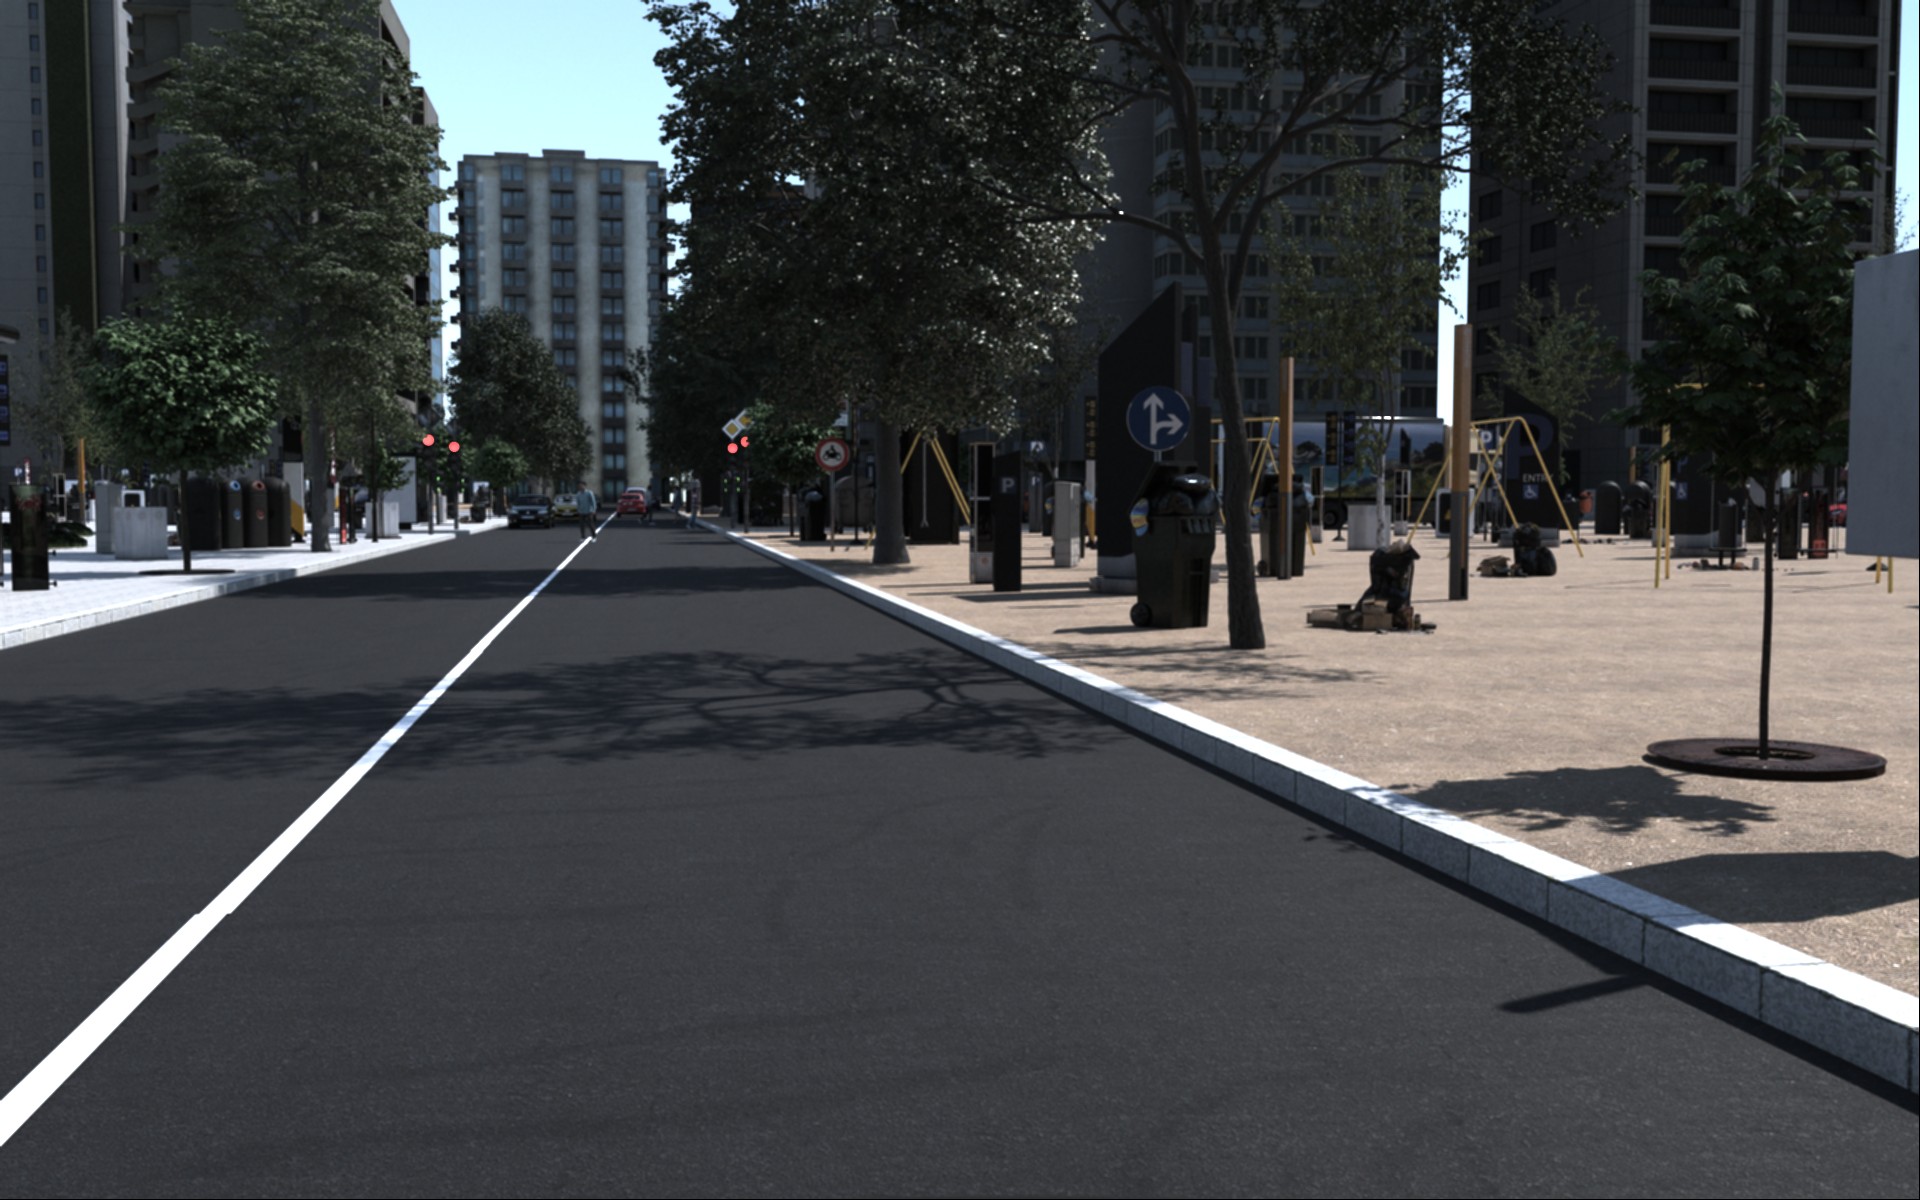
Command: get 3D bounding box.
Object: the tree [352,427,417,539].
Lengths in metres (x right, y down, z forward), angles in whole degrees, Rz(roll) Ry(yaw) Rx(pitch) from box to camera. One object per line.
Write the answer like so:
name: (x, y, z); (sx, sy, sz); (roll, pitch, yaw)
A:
tree: (-16.599, -3.374, 49.764); (1.663, 3.219, 1.824); (0, 3, 0)

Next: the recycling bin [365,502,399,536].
recycling bin: (-17.577, -2.454, 52.670); (0.722, 1.027, 0.722); (3, 4, 38)

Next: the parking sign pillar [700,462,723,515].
parking sign pillar: (-15.483, -7.308, 107.965); (1.447, 3.967, 1.447); (1, 4, 9)

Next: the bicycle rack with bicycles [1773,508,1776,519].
bicycle rack with bicycles: (40.774, -4.329, 84.166); (2.925, 0.926, 2.852); (-2, 4, -23)

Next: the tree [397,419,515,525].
tree: (-21.527, -5.373, 71.564); (4.285, 4.588, 4.351); (0, 3, 0)

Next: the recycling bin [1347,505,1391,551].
recycling bin: (9.368, -1.658, 39.663); (0.722, 1.027, 0.722); (-1, 4, -23)

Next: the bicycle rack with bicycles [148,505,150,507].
bicycle rack with bicycles: (-57.408, -6.773, 124.128); (2.852, 0.926, 2.925); (-3, 5, -43)

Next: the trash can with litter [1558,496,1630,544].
trash can with litter: (16.155, -2.071, 44.911); (2.233, 1.210, 1.678); (2, 4, 33)

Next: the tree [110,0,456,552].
tree: (-14.385, -7.309, 37.624); (7.486, 12.596, 7.792); (0, 3, 0)

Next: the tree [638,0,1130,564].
tree: (-1.268, -7.637, 31.524); (9.857, 13.997, 8.962); (0, 3, 0)

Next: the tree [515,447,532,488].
tree: (-24.865, -6.722, 93.626); (4.285, 4.588, 4.351); (0, 3, 0)

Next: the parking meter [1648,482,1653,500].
parking meter: (34.130, -4.875, 85.410); (0.399, 1.863, 0.255); (1, 4, 21)

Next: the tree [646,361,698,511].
tree: (-19.355, -12.874, 128.619); (7.486, 12.596, 7.792); (0, 3, 0)

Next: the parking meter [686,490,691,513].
parking meter: (-18.287, -6.620, 116.648); (0.372, 1.533, 0.369); (0, 3, 0)

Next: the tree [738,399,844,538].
tree: (-4.985, -4.162, 51.767); (4.285, 4.588, 4.351); (0, 3, 0)

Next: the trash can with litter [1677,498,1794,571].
trash can with litter: (13.206, -1.154, 29.922); (1.678, 1.210, 2.233); (0, 4, 1)

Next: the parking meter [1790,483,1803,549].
parking meter: (19.430, -1.956, 40.386); (0.372, 1.533, 0.369); (0, 3, 0)

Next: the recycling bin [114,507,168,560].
recycling bin: (-16.099, -1.314, 34.043); (0.722, 1.027, 0.722); (2, 4, 33)

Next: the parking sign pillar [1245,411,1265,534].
parking sign pillar: (9.305, -4.178, 56.788); (1.447, 3.967, 1.447); (2, 4, 24)

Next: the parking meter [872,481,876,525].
parking meter: (-3.468, -4.069, 72.232); (0.399, 1.863, 0.255); (1, 4, 15)

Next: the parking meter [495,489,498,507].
parking meter: (-35.494, -7.795, 133.159); (0.399, 1.863, 0.255); (-2, 4, -28)

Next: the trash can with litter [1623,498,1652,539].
trash can with litter: (19.583, -2.338, 49.615); (1.055, 1.170, 0.624); (-1, 4, -21)

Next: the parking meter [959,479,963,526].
parking meter: (-0.080, -3.883, 69.192); (0.255, 1.863, 0.399); (3, 5, 41)

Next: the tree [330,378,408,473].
tree: (-37.337, -9.577, 106.939); (4.360, 8.622, 3.978); (0, 3, 0)

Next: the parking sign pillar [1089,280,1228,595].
parking sign pillar: (2.412, -2.084, 22.552); (1.447, 3.967, 1.447); (-3, 5, -43)

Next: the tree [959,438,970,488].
tree: (-0.895, -6.874, 96.099); (4.285, 4.588, 4.351); (0, 3, 0)

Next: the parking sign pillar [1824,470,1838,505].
parking sign pillar: (40.908, -5.684, 81.400); (1.447, 3.967, 1.447); (1, 4, 20)

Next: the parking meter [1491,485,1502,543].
parking meter: (14.180, -2.271, 45.537); (0.372, 1.533, 0.369); (0, 3, 0)

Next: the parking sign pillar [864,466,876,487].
parking sign pillar: (-6.361, -8.256, 123.464); (1.447, 3.967, 1.447); (-2, 4, -30)

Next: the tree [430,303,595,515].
tree: (-27.540, -11.439, 104.043); (9.611, 12.733, 9.660); (0, 3, 0)

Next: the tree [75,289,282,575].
tree: (-12.563, -2.713, 28.072); (4.285, 4.588, 4.351); (0, 3, 0)

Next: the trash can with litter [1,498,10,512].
trash can with litter: (-69.239, -6.977, 125.459); (1.055, 1.170, 0.624); (-2, 4, -35)

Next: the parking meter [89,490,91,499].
parking meter: (-48.417, -5.386, 96.466); (0.372, 1.533, 0.369); (0, 3, 0)

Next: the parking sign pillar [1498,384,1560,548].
parking sign pillar: (13.838, -3.275, 42.018); (1.447, 3.967, 1.447); (1, 4, 14)

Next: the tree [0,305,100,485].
tree: (-34.937, -7.104, 66.513); (4.360, 8.622, 3.978); (0, 3, 0)

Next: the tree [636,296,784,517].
tree: (-13.155, -10.977, 96.484); (9.611, 12.733, 9.660); (0, 3, 0)

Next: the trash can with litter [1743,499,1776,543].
trash can with litter: (21.138, -2.091, 45.567); (1.055, 1.170, 0.624); (0, 4, 3)

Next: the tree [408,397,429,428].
tree: (-41.507, -11.003, 130.264); (4.360, 8.622, 3.978); (0, 3, 0)

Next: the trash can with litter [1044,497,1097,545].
trash can with litter: (3.128, -1.991, 43.617); (2.233, 1.210, 1.678); (-1, 4, -13)

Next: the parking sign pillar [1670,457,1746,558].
parking sign pillar: (15.332, -2.870, 35.393); (1.447, 3.967, 1.447); (-1, 4, -13)

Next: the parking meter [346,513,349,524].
parking meter: (-26.736, -4.097, 75.402); (0.372, 1.533, 0.369); (0, 3, 0)

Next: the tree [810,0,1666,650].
tree: (2.197, -4.891, 14.382); (8.767, 10.594, 7.601); (-3, 4, -38)

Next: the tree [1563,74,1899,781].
tree: (3.688, -0.828, 8.147); (1.663, 3.219, 1.824); (0, 3, 0)

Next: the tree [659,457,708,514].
tree: (-16.800, -9.879, 111.880); (4.737, 8.622, 4.395); (0, 3, 0)

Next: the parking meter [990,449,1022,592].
parking meter: (0.602, -1.045, 22.789); (0.399, 1.863, 0.255); (0, 4, -5)

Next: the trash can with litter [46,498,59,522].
trash can with litter: (-32.251, -3.083, 61.789); (0.624, 1.170, 1.055); (3, 4, 39)

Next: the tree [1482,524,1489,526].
tree: (21.176, -4.657, 70.737); (1.663, 3.219, 1.824); (0, 3, 0)

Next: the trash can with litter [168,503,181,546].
trash can with litter: (-19.197, -1.909, 42.600); (1.055, 1.170, 0.624); (2, 4, 33)

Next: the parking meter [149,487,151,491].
parking meter: (-59.251, -7.420, 127.027); (0.255, 1.863, 0.399); (1, 4, 15)

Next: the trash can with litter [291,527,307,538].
trash can with litter: (-20.160, -2.495, 51.846); (1.678, 1.210, 2.233); (-1, 4, -14)

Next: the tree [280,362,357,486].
tree: (-36.335, -9.003, 97.556); (4.737, 8.622, 4.395); (0, 3, 0)

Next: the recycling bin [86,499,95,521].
recycling bin: (-41.036, -4.228, 81.686); (0.722, 1.027, 0.722); (0, 4, 8)

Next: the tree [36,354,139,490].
tree: (-46.669, -8.671, 92.135); (4.737, 8.622, 4.395); (0, 3, 0)

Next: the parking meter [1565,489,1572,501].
parking meter: (30.862, -4.861, 87.882); (0.372, 1.533, 0.369); (0, 3, 0)

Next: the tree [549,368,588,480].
tree: (-36.542, -14.313, 152.146); (7.486, 12.596, 7.792); (0, 3, 0)
